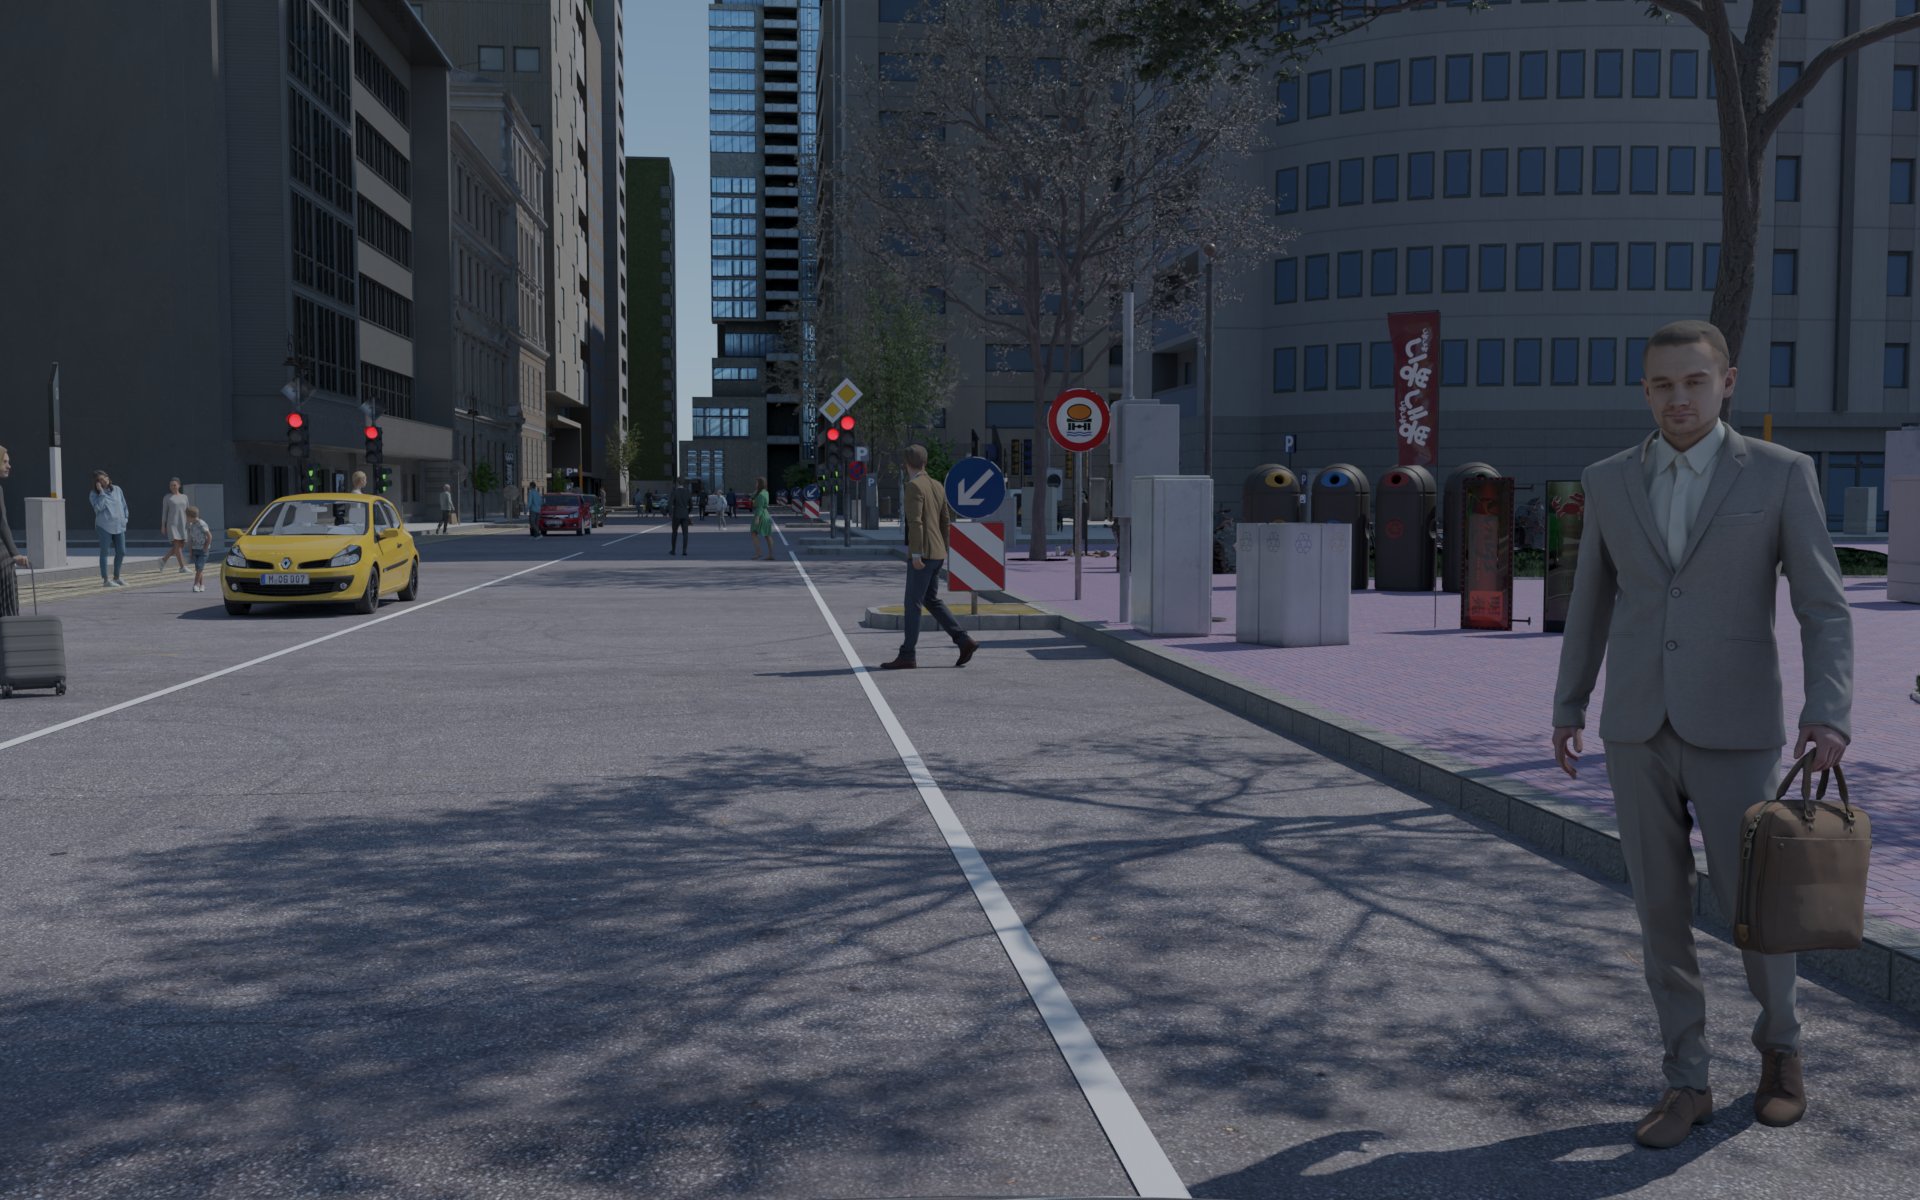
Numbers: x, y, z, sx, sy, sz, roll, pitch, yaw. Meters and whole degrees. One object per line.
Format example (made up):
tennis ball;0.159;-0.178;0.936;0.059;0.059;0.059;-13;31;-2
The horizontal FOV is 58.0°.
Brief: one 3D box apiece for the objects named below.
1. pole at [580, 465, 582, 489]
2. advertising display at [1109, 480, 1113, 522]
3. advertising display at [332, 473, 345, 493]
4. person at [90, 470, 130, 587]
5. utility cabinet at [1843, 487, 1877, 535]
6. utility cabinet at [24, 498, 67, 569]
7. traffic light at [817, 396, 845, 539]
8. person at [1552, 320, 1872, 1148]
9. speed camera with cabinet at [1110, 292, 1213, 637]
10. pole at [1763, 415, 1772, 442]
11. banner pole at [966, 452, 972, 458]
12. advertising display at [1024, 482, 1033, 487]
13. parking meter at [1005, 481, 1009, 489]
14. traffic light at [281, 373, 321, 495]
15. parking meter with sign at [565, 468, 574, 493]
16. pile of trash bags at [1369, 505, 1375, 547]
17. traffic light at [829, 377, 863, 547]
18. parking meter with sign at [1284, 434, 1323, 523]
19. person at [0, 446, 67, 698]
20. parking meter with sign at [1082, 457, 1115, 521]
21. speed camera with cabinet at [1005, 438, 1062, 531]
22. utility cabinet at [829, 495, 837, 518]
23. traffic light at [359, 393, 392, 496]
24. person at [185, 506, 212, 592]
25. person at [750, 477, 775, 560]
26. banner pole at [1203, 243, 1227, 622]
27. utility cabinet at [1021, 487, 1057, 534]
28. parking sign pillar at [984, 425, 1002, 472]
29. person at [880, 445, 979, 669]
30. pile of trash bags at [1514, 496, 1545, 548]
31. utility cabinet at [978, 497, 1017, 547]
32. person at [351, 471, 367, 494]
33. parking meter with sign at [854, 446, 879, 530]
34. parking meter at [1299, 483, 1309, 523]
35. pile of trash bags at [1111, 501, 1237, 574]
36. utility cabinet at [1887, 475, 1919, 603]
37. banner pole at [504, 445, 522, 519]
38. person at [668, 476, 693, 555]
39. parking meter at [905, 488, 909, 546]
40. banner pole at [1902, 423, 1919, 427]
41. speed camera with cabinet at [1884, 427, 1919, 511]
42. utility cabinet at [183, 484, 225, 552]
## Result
pole;-26.641;-7.823;121.747;0.158;3.312;0.155;0;3;0
advertising display;6.879;-4.504;78.848;0.123;1.923;0.974;0;4;2
advertising display;-18.836;-2.894;52.535;0.123;1.923;0.974;0;4;-4
person;-13.067;-1.092;26.618;0.793;1.790;0.793;0;4;-4
utility cabinet;28.184;-2.788;54.257;0.318;1.500;1.173;0;4;-7
utility cabinet;-15.854;-1.156;30.060;0.306;1.237;1.020;0;4;-7
traffic light;-3.674;-3.722;49.769;0.839;4.253;0.868;0;4;-7
person;1.640;0.293;3.836;0.709;1.813;0.853;2;4;35
speed camera with cabinet;1.900;-1.351;16.427;0.660;3.252;2.038;0;4;-5
pole;20.738;-3.102;44.562;0.158;3.312;0.155;0;3;0
banner pole;0.556;-6.124;90.148;0.401;3.779;0.863;3;5;39
advertising display;3.597;-5.231;90.745;0.123;1.923;0.974;-1;4;-21
parking meter;2.039;-4.482;78.992;0.399;1.863;0.255;1;4;16
traffic light;-15.368;-3.145;40.348;0.839;4.253;0.868;0;4;-7
parking meter with sign;-25.859;-7.232;114.497;0.543;3.016;1.738;0;4;-8
pile of trash bags;8.944;-1.778;38.823;1.912;1.369;3.447;-1;4;-11
traffic light;-2.745;-3.237;41.838;0.839;4.253;0.868;0;4;-7
parking meter with sign;10.430;-3.346;50.973;1.738;3.016;0.543;-1;4;-20
person;-7.037;-0.242;12.673;0.699;1.804;1.509;-2;4;-34
parking meter with sign;6.453;-5.194;81.187;1.738;3.016;0.543;-1;4;-10
speed camera with cabinet;2.584;-4.093;61.256;2.038;3.252;0.660;-1;4;-21
utility cabinet;-6.754;-4.964;92.327;0.306;1.237;1.020;-1;4;-11
traffic light;-16.298;-3.630;48.279;0.839;4.253;0.868;0;4;-7
person;-11.150;-0.745;25.368;0.352;1.250;0.332;-2;4;-27
person;-4.278;-1.758;37.483;0.529;1.795;0.600;0;4;-4
banner pole;2.513;-1.689;17.628;0.401;3.779;0.863;0;4;4
utility cabinet;2.504;-2.811;54.641;1.173;1.500;0.318;3;4;38
parking sign pillar;1.294;-4.801;66.976;1.447;3.967;1.447;-1;4;-10
person;-0.260;-0.361;14.307;0.836;1.842;0.656;-1;4;-8
pile of trash bags;13.756;-1.928;41.271;3.447;1.369;1.912;2;4;27
utility cabinet;0.834;-1.874;41.800;1.020;1.237;0.306;1;4;15
person;-9.335;-1.100;26.838;0.624;1.780;0.694;-1;4;-9
parking meter with sign;-3.323;-4.057;62.591;0.543;3.016;1.738;-1;4;-19
parking meter;6.785;-1.608;34.697;0.372;1.533;0.369;0;3;0
pile of trash bags;3.442;-1.175;28.958;1.912;1.369;3.447;-1;4;-13
utility cabinet;11.248;-0.698;20.094;0.318;1.500;1.173;0;4;-1
banner pole;-22.880;-6.032;88.633;0.863;3.779;0.401;-1;4;-21
person;-6.582;-1.973;40.536;0.659;1.850;0.755;-2;4;-25
parking meter;-1.191;-2.117;43.023;0.372;1.533;0.369;0;3;0
banner pole;29.406;-3.874;53.359;0.863;3.779;0.401;3;5;41
speed camera with cabinet;13.586;-1.845;24.509;0.660;3.252;2.038;3;4;39
utility cabinet;-16.795;-1.821;38.451;0.318;1.500;1.173;0;4;5
